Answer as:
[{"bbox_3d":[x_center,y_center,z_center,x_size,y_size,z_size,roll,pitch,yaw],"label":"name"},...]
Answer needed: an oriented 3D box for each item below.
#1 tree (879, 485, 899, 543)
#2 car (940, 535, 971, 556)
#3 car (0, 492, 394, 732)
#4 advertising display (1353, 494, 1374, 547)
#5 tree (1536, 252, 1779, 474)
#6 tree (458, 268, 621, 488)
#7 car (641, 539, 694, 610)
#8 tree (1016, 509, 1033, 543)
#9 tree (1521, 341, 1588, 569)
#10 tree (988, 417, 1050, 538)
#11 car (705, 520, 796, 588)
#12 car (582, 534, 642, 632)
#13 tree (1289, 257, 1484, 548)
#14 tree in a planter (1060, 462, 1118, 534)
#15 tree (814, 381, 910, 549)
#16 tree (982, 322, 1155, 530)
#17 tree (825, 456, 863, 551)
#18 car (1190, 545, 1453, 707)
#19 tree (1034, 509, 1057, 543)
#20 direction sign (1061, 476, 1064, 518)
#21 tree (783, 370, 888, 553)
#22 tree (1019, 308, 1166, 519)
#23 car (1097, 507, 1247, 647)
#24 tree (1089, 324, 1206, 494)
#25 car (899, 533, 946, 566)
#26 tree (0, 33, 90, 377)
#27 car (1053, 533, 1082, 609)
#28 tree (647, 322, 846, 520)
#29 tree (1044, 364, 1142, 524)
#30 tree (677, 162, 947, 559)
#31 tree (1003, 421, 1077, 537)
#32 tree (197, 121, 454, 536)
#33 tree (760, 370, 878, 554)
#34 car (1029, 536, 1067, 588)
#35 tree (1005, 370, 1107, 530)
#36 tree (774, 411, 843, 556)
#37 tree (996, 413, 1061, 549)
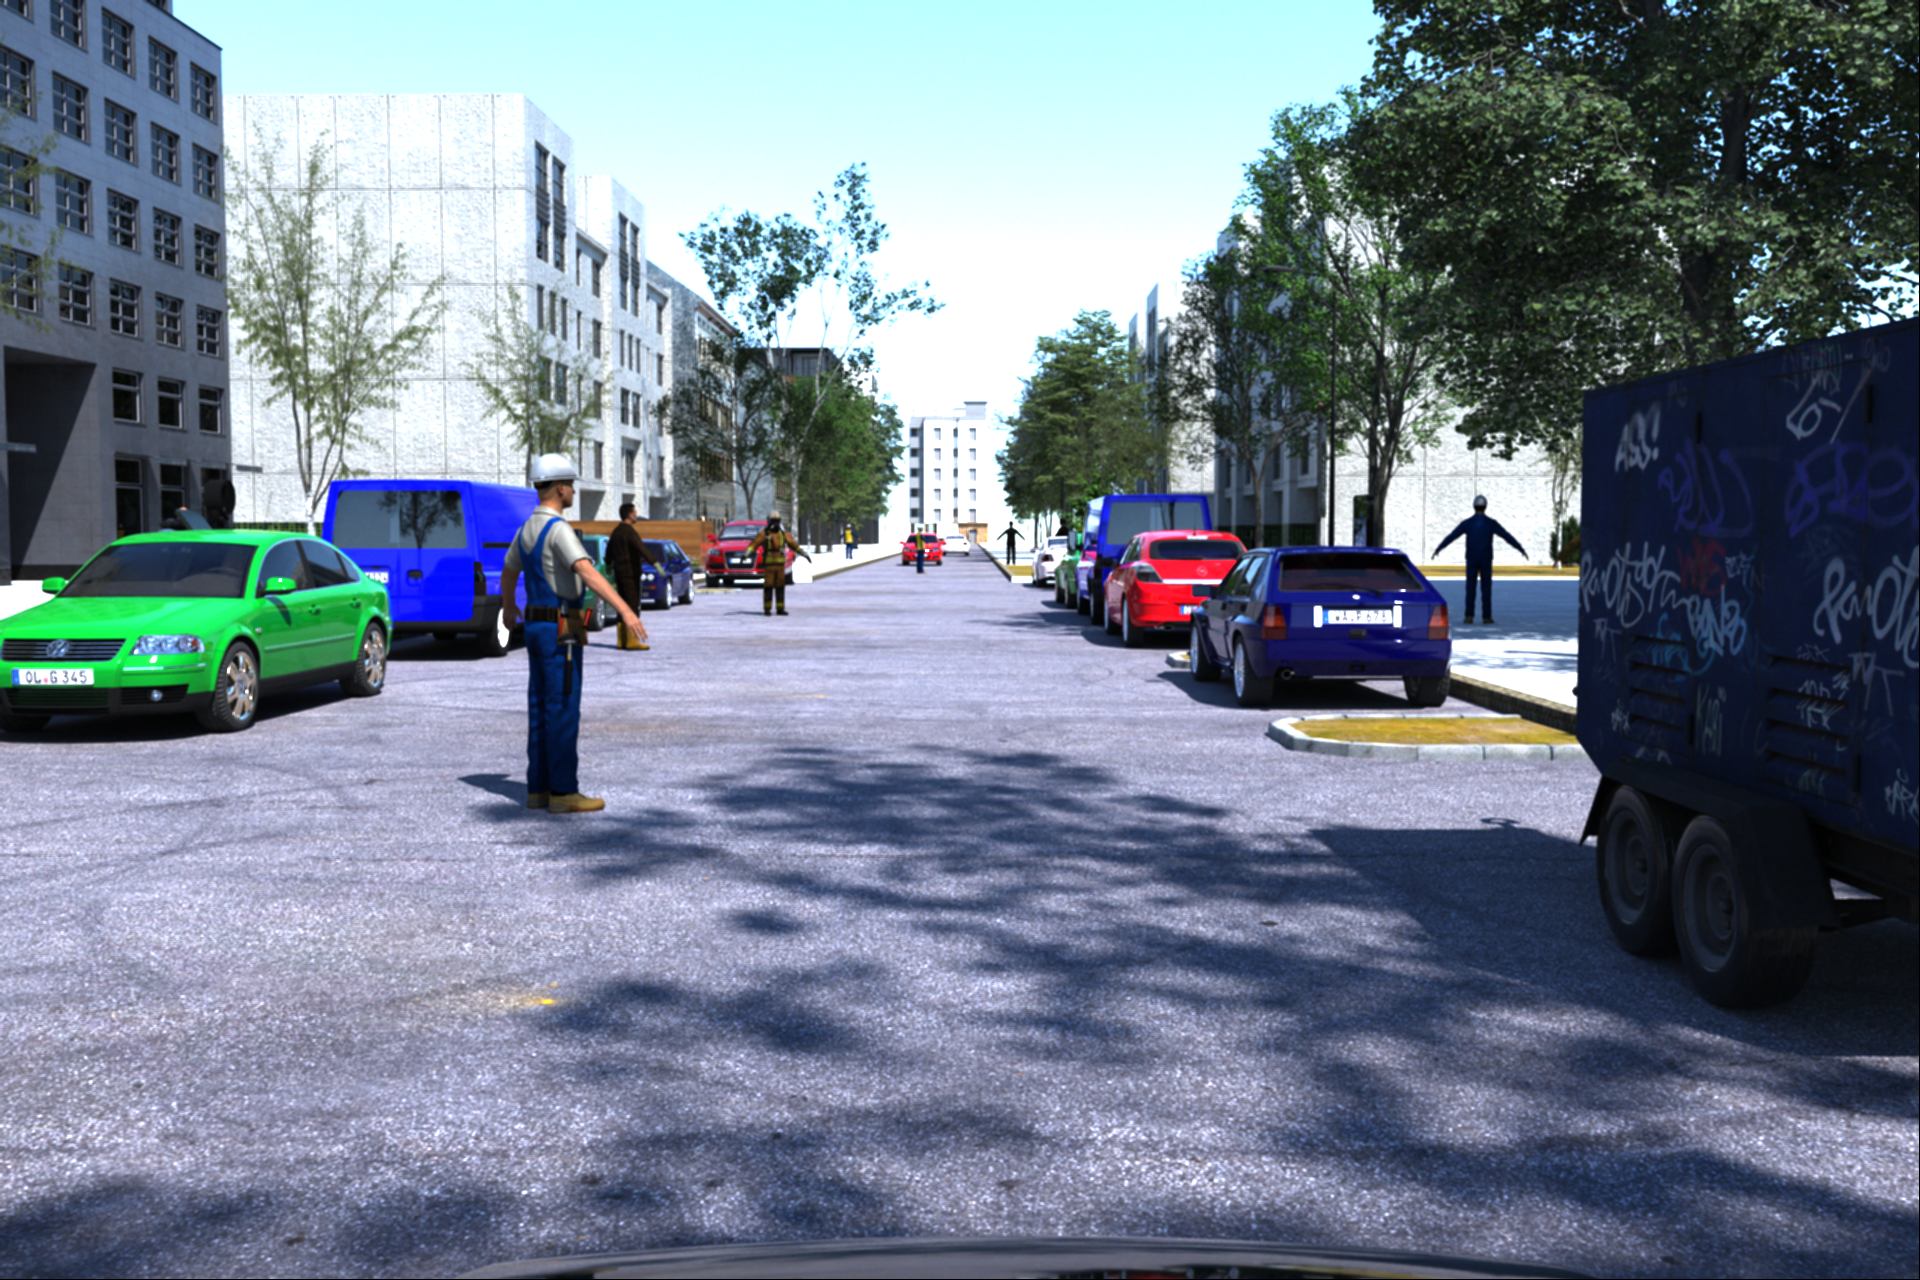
[{"bbox_3d":[-10.203,-17.921,243.367,4.360,8.622,3.978,0,3,0],"label":"tree"},{"bbox_3d":[-0.307,-6.271,114.884,2.083,1.381,4.827,0,4,1],"label":"car"},{"bbox_3d":[-6.061,-0.314,13.930,1.959,1.807,4.718,0,4,1],"label":"car"},{"bbox_3d":[6.653,-1.431,28.606,0.123,1.923,0.974,0,3,0],"label":"advertising display"},{"bbox_3d":[22.317,-7.321,54.109,8.767,10.594,7.601,0,4,3],"label":"tree"},{"bbox_3d":[-12.334,-6.025,48.871,4.360,8.622,3.978,0,3,0],"label":"tree"},{"bbox_3d":[-6.337,-1.310,33.992,1.945,1.354,3.894,0,4,1],"label":"car"},{"bbox_3d":[10.158,-18.290,249.397,4.360,8.622,3.978,0,3,0],"label":"tree"},{"bbox_3d":[21.635,-6.891,63.027,4.360,8.622,3.978,0,3,0],"label":"tree"},{"bbox_3d":[6.536,-12.156,133.156,7.601,10.594,8.767,3,4,37],"label":"tree"},{"bbox_3d":[-5.681,-2.367,47.371,2.281,1.827,5.304,0,3,0],"label":"car"},{"bbox_3d":[-6.182,-0.928,26.970,2.131,1.459,4.920,0,4,0],"label":"car"},{"bbox_3d":[15.479,-8.384,62.840,9.928,11.665,9.643,0,3,0],"label":"tree"},{"bbox_3d":[3.401,-2.807,43.117,1.991,3.239,1.994,0,4,0],"label":"tree in a planter"},{"bbox_3d":[-8.959,-14.579,145.023,9.857,13.997,8.962,0,3,0],"label":"tree"},{"bbox_3d":[6.462,-11.691,101.511,12.009,13.543,11.850,0,3,0],"label":"tree"},{"bbox_3d":[-8.806,-10.935,129.155,4.737,8.622,4.395,0,3,0],"label":"tree"},{"bbox_3d":[3.151,-0.192,15.728,1.945,1.354,3.894,0,4,-1],"label":"car"},{"bbox_3d":[11.207,-19.362,242.317,9.928,11.665,9.643,0,3,0],"label":"tree"},{"bbox_3d":[4.018,-4.642,67.897,0.379,3.537,0.876,0,4,-1],"label":"direction sign"},{"bbox_3d":[-8.710,-12.359,120.200,7.486,12.596,7.792,0,3,0],"label":"tree"},{"bbox_3d":[6.575,-10.326,86.962,7.486,12.596,7.792,0,3,0],"label":"tree"},{"bbox_3d":[2.966,-0.879,23.405,2.155,1.783,4.494,0,4,0],"label":"car"},{"bbox_3d":[7.219,-6.705,59.985,4.360,8.622,3.978,0,3,0],"label":"tree"},{"bbox_3d":[-1.719,-4.327,79.787,2.155,1.783,4.494,0,4,1],"label":"car"},{"bbox_3d":[-12.717,-4.249,19.833,4.360,8.622,3.978,0,3,0],"label":"tree"},{"bbox_3d":[2.891,-1.580,34.625,1.959,1.807,4.718,0,4,-1],"label":"car"},{"bbox_3d":[-9.170,-8.664,76.074,8.767,10.594,7.601,-2,4,-24],"label":"tree"},{"bbox_3d":[6.272,-7.608,74.751,4.360,8.622,3.978,0,3,0],"label":"tree"},{"bbox_3d":[-7.531,-14.213,88.267,12.611,20.169,13.585,0,3,0],"label":"tree"},{"bbox_3d":[6.687,-11.510,122.603,7.601,10.594,8.767,-1,4,-17],"label":"tree"},{"bbox_3d":[-12.136,-4.979,31.771,4.360,8.622,3.978,0,3,0],"label":"tree"},{"bbox_3d":[-9.065,-11.258,109.818,9.928,11.665,9.643,0,3,0],"label":"tree"},{"bbox_3d":[2.966,-2.155,47.594,2.083,1.381,4.827,0,3,0],"label":"car"},{"bbox_3d":[6.634,-11.931,113.198,7.486,12.596,7.792,0,3,0],"label":"tree"},{"bbox_3d":[-8.734,-9.157,100.084,4.360,8.622,3.978,0,3,0],"label":"tree"},{"bbox_3d":[6.702,-13.956,146.314,7.486,12.596,7.792,0,3,0],"label":"tree"}]
